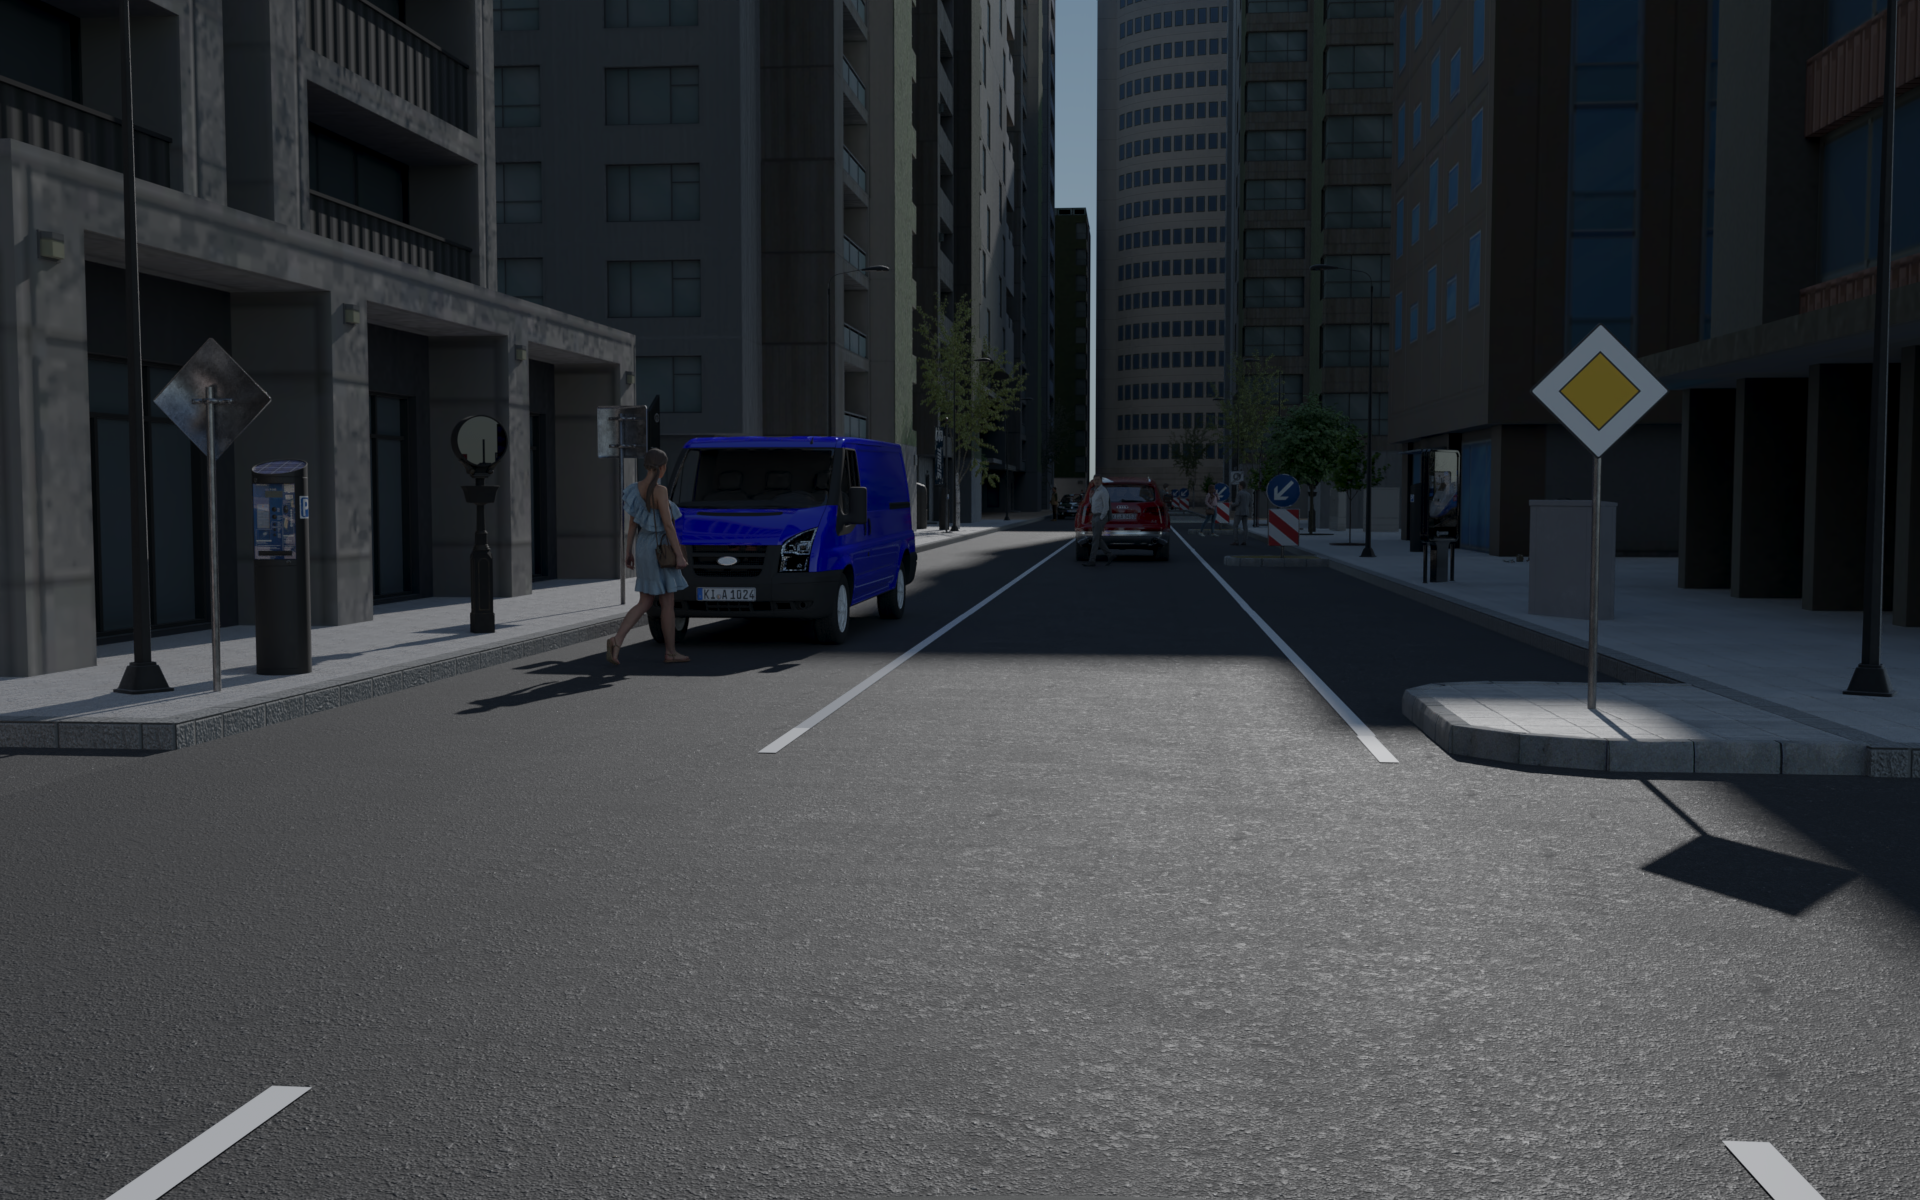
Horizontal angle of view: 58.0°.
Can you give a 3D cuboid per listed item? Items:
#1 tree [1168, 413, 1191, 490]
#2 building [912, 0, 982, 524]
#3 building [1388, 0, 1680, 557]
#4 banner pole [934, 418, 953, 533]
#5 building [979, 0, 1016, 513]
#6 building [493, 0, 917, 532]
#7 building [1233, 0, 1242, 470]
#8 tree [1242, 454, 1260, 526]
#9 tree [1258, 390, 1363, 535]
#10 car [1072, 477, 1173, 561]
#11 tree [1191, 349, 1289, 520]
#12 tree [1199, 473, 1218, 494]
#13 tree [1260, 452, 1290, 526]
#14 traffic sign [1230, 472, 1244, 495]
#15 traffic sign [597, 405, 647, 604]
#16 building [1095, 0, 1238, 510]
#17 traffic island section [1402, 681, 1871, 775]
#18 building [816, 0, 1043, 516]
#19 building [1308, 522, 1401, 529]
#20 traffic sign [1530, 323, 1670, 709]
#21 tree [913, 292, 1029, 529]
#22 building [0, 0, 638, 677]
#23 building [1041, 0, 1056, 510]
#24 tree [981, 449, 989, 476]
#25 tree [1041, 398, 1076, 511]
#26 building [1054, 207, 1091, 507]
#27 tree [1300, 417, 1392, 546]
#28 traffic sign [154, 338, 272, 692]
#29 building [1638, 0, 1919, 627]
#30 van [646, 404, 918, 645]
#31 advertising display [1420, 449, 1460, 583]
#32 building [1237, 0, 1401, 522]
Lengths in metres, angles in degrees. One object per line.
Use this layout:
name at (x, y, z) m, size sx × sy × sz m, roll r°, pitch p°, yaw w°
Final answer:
tree at (20.574, -12.460, 154.089) m, size 4.737 × 8.622 × 4.395 m, roll 0°, pitch 3°, yaw 0°
building at (-6.690, -18.502, 74.213) m, size 14.160 × 30.474 × 14.107 m, roll 0°, pitch 4°, yaw 6°
building at (18.228, -23.847, 40.012) m, size 14.600 × 45.320 × 14.200 m, roll 0°, pitch 4°, yaw 6°
banner pole at (-0.581, -4.078, 56.699) m, size 0.401 × 3.779 × 0.863 m, roll 3°, pitch 4°, yaw 36°
building at (-10.980, -31.297, 100.948) m, size 28.713 × 52.752 × 27.495 m, roll 0°, pitch 4°, yaw 6°
building at (-9.172, -22.530, 51.968) m, size 14.154 × 41.232 × 14.086 m, roll 0°, pitch 4°, yaw 6°
building at (32.609, -32.186, 115.487) m, size 28.713 × 52.752 × 27.495 m, roll 0°, pitch 4°, yaw 6°
tree at (12.634, -4.651, 70.650) m, size 1.663 × 3.219 × 1.824 m, roll 0°, pitch 3°, yaw 0°
tree at (10.969, -4.326, 54.446) m, size 4.285 × 4.588 × 4.351 m, roll 0°, pitch 3°, yaw 0°
car at (3.634, -1.837, 38.707) m, size 2.281 × 1.827 × 5.304 m, roll 0°, pitch 4°, yaw 5°
tree at (14.526, -8.349, 86.862) m, size 4.737 × 8.622 × 4.395 m, roll 0°, pitch 3°, yaw 0°
tree at (21.075, -9.341, 147.328) m, size 1.663 × 3.219 × 1.824 m, roll 0°, pitch 3°, yaw 0°
tree at (11.879, -4.158, 62.589) m, size 1.663 × 3.219 × 1.824 m, roll 0°, pitch 3°, yaw 0°
traffic sign at (12.374, -4.605, 77.420) m, size 0.606 × 2.300 × 0.079 m, roll 1°, pitch 4°, yaw 9°
traffic sign at (-3.913, -1.097, 20.059) m, size 0.606 × 2.300 × 0.079 m, roll 1°, pitch 4°, yaw 12°
building at (28.186, -38.921, 178.351) m, size 28.212 × 58.520 × 21.231 m, roll 0°, pitch 4°, yaw 6°
traffic island section at (3.795, 0.729, 10.359) m, size 2.009 × 0.180 × 2.903 m, roll 0°, pitch 4°, yaw 6°
building at (-1.619, -26.796, 121.711) m, size 14.154 × 41.232 × 14.086 m, roll 0°, pitch 4°, yaw 6°
building at (21.025, -18.203, 69.326) m, size 14.160 × 30.474 × 14.107 m, roll 0°, pitch 4°, yaw 6°
traffic sign at (3.771, -0.406, 10.284) m, size 0.795 × 2.450 × 0.064 m, roll 0°, pitch 4°, yaw 6°
tree at (0.075, -6.903, 63.224) m, size 4.737 × 8.622 × 4.395 m, roll 0°, pitch 3°, yaw 0°
building at (-15.606, -35.657, 21.237) m, size 20.563 × 71.187 × 20.611 m, roll 0°, pitch 4°, yaw 6°
building at (-5.972, -37.211, 150.402) m, size 28.212 × 58.520 × 21.231 m, roll 0°, pitch 4°, yaw 6°
tree at (-0.305, -6.183, 84.811) m, size 4.285 × 4.588 × 4.351 m, roll 0°, pitch 3°, yaw 0°
tree at (6.722, -11.108, 131.983) m, size 4.360 × 8.622 × 3.978 m, roll 0°, pitch 3°, yaw 0°
building at (6.262, -24.803, 177.229) m, size 14.107 × 30.474 × 14.160 m, roll 0°, pitch 4°, yaw 6°
tree at (9.669, -2.975, 43.235) m, size 1.663 × 3.219 × 1.824 m, roll 0°, pitch 3°, yaw 0°
traffic sign at (-4.825, -0.462, 11.195) m, size 0.795 × 2.450 × 0.064 m, roll 0°, pitch 4°, yaw 6°
building at (22.773, -22.193, 17.484) m, size 28.867 × 44.769 × 22.147 m, roll 0°, pitch 4°, yaw 6°
van at (-1.793, -0.853, 18.334) m, size 2.240 × 2.365 × 5.245 m, roll 0°, pitch 4°, yaw 7°
advertising display at (6.977, -1.221, 25.180) m, size 0.123 × 1.923 × 0.974 m, roll 3°, pitch 5°, yaw 42°
building at (22.515, -19.855, 96.330) m, size 14.160 × 30.474 × 14.107 m, roll 0°, pitch 4°, yaw 6°
